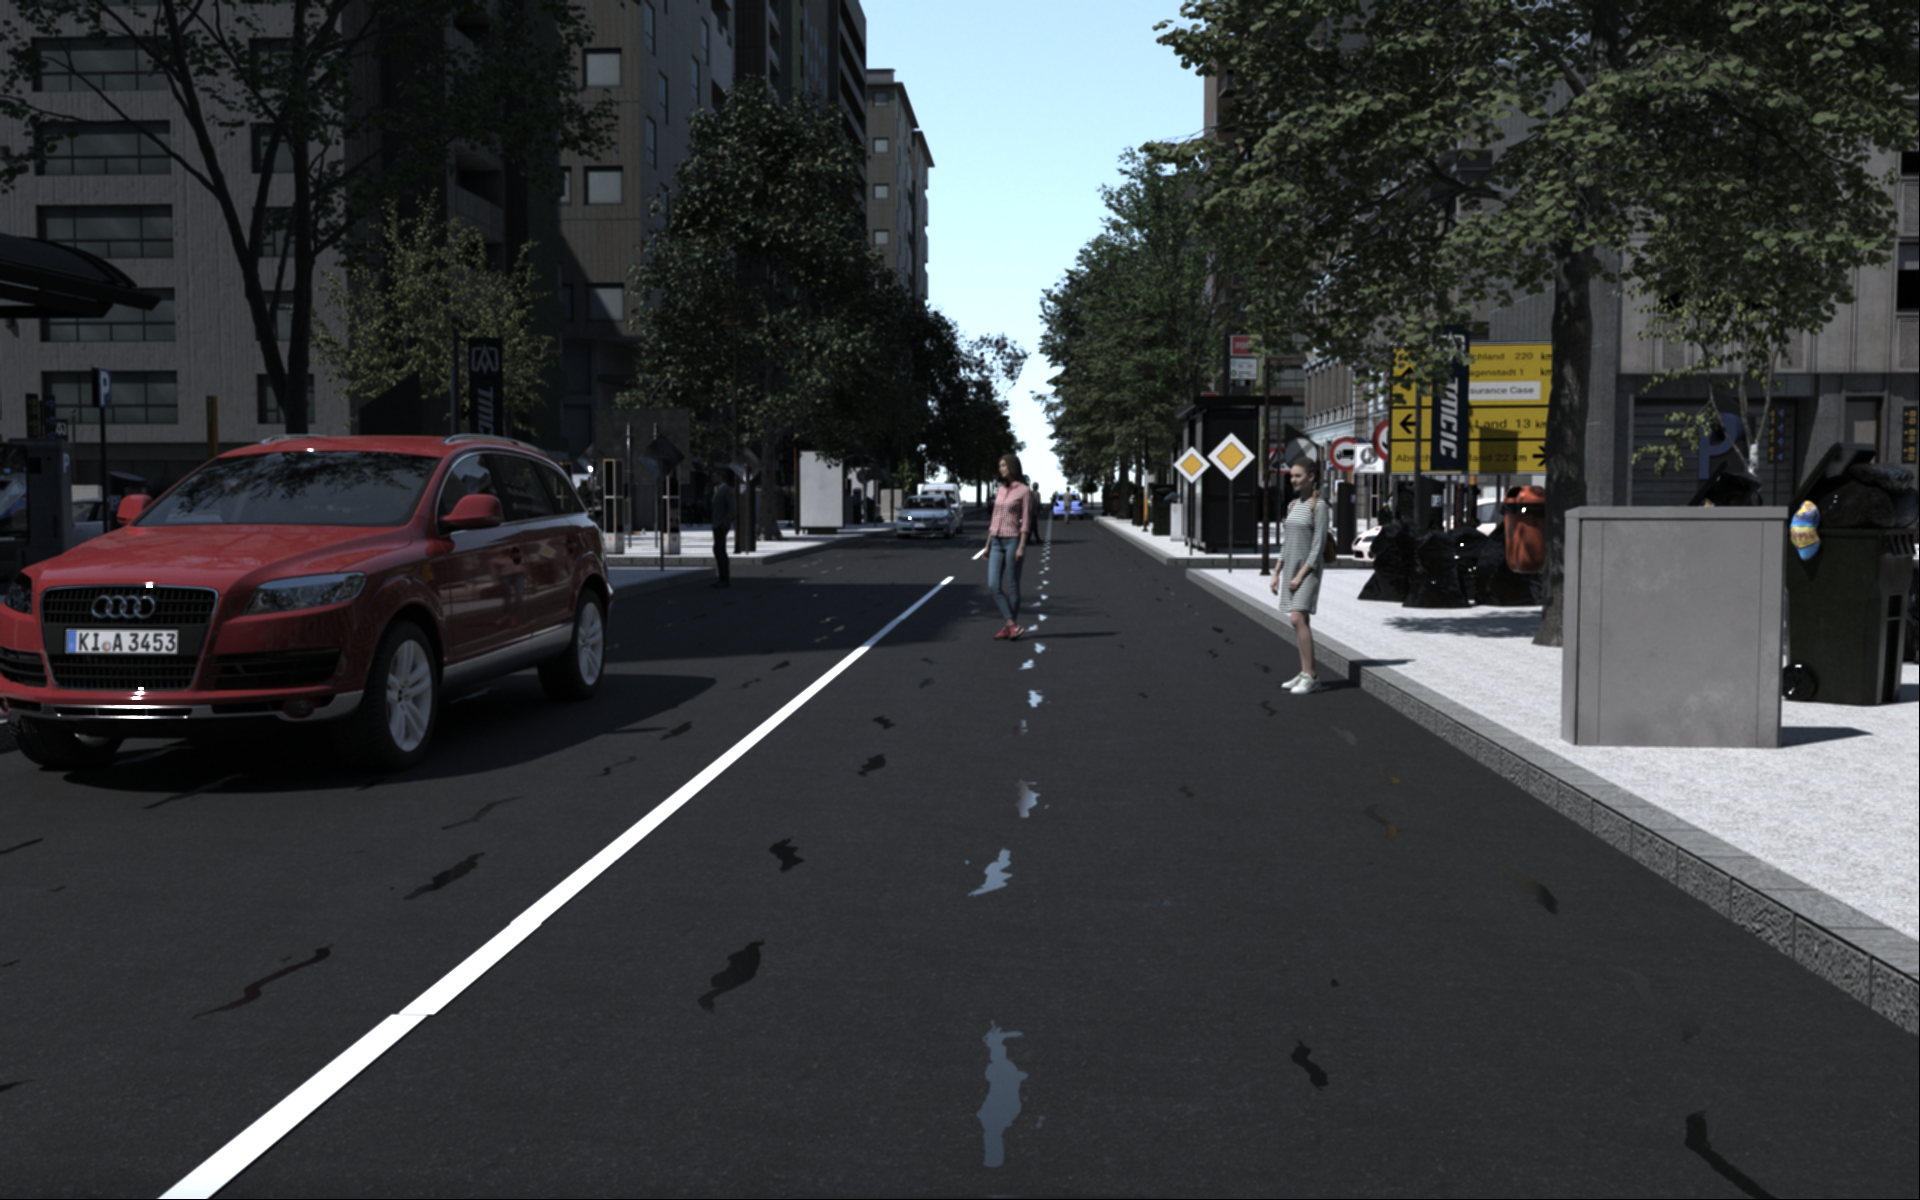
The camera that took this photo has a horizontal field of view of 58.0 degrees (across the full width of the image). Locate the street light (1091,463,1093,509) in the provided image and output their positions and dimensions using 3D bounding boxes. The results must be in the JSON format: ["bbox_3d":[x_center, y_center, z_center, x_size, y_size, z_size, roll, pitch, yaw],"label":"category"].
[{"bbox_3d":[11.061,-10.512,144.657,0.468,5.910,1.993,0,4,3],"label":"street light"}]

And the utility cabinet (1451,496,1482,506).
[{"bbox_3d":[16.205,-2.716,55.575,1.020,1.237,0.306,0,4,4],"label":"utility cabinet"}]

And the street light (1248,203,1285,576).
[{"bbox_3d":[4.824,-3.327,27.176,0.468,5.910,1.993,0,4,3],"label":"street light"}]

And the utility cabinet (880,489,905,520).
[{"bbox_3d":[-3.238,-4.560,83.240,1.173,1.500,0.318,2,4,25],"label":"utility cabinet"}]

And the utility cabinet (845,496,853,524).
[{"bbox_3d":[-4.732,-3.906,75.029,0.306,1.237,1.020,-1,4,-22],"label":"utility cabinet"}]

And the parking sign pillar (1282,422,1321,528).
[{"bbox_3d":[12.874,-4.687,65.108,1.447,3.967,1.447,0,4,-1],"label":"parking sign pillar"}]

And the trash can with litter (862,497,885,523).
[{"bbox_3d":[-3.899,-4.035,77.352,1.055,1.170,0.624,-3,5,-40],"label":"trash can with litter"}]

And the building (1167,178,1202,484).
[{"bbox_3d":[34.068,-33.153,225.647,14.154,41.232,14.086,0,4,3],"label":"building"}]

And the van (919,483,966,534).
[{"bbox_3d":[-0.763,-3.409,62.742,2.013,2.044,4.112,0,4,2],"label":"van"}]

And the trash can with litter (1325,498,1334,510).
[{"bbox_3d":[11.525,-2.697,55.487,0.624,1.170,1.055,2,4,30],"label":"trash can with litter"}]

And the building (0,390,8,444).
[{"bbox_3d":[-44.084,-22.848,65.440,23.993,40.220,32.217,0,4,3],"label":"building"}]

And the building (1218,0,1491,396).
[{"bbox_3d":[33.264,-30.009,145.263,22.147,44.769,28.867,0,4,3],"label":"building"}]

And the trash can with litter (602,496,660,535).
[{"bbox_3d":[-10.599,-2.665,54.622,1.678,1.210,2.233,-3,5,-44],"label":"trash can with litter"}]

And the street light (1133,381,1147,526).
[{"bbox_3d":[7.110,-5.857,68.546,0.468,5.910,1.993,0,4,3],"label":"street light"}]

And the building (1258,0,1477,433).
[{"bbox_3d":[28.161,-26.932,123.937,14.154,41.232,14.086,0,4,3],"label":"building"}]

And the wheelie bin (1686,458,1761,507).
[{"bbox_3d":[6.880,-0.473,15.643,0.693,1.594,0.980,1,4,22],"label":"wheelie bin"}]

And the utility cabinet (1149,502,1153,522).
[{"bbox_3d":[8.989,-4.138,78.810,1.020,1.237,0.306,2,4,24],"label":"utility cabinet"}]

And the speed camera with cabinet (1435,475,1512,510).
[{"bbox_3d":[11.781,-2.730,38.976,2.038,3.252,0.660,2,4,28],"label":"speed camera with cabinet"}]

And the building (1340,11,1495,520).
[{"bbox_3d":[25.447,-14.385,76.997,13.314,21.916,24.055,0,4,3],"label":"building"}]

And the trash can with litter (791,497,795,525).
[{"bbox_3d":[-6.496,-3.682,71.592,1.055,1.170,0.624,-3,5,-42],"label":"trash can with litter"}]

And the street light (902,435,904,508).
[{"bbox_3d":[-2.628,-6.520,79.386,0.468,5.910,1.993,0,4,3],"label":"street light"}]

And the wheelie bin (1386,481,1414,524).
[{"bbox_3d":[10.490,-2.008,40.732,0.980,1.594,0.693,-3,5,-41],"label":"wheelie bin"}]

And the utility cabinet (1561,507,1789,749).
[{"bbox_3d":[3.646,0.139,8.883,1.020,1.237,0.306,0,4,5],"label":"utility cabinet"}]

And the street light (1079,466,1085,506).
[{"bbox_3d":[13.402,-13.082,186.675,0.468,5.910,1.993,0,4,3],"label":"street light"}]

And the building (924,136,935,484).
[{"bbox_3d":[-18.639,-40.272,247.681,28.713,52.752,27.495,0,4,3],"label":"building"}]

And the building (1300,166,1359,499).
[{"bbox_3d":[26.415,-16.118,99.694,11.583,22.565,21.152,0,4,3],"label":"building"}]

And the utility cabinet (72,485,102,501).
[{"bbox_3d":[-22.122,-2.128,43.471,1.173,1.500,0.318,0,4,-1],"label":"utility cabinet"}]

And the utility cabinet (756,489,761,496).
[{"bbox_3d":[-9.418,-4.333,79.528,0.318,1.500,1.173,3,4,38],"label":"utility cabinet"}]

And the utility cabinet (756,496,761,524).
[{"bbox_3d":[-8.477,-3.874,74.506,1.020,1.237,0.306,-2,4,-26],"label":"utility cabinet"}]

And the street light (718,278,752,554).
[{"bbox_3d":[-4.797,-3.935,37.121,0.468,5.910,1.993,0,4,3],"label":"street light"}]

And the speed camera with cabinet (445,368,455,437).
[{"bbox_3d":[-7.404,-1.979,26.688,0.660,3.252,2.038,-2,4,-30],"label":"speed camera with cabinet"}]

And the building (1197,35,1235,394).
[{"bbox_3d":[30.897,-31.608,166.898,14.600,45.320,14.200,0,4,3],"label":"building"}]

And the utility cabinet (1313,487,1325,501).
[{"bbox_3d":[10.563,-2.674,52.402,0.318,1.500,1.173,-1,4,-22],"label":"utility cabinet"}]

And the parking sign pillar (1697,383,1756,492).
[{"bbox_3d":[18.263,-3.232,41.307,1.447,3.967,1.447,-2,4,-26],"label":"parking sign pillar"}]

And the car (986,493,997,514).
[{"bbox_3d":[2.934,-7.116,125.379,2.155,1.783,4.494,0,4,1],"label":"car"}]

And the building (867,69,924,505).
[{"bbox_3d":[-20.350,-38.596,220.290,28.713,52.752,27.495,0,4,3],"label":"building"}]

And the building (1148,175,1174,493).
[{"bbox_3d":[39.224,-38.789,257.898,21.300,48.544,21.600,0,4,3],"label":"building"}]

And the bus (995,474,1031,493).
[{"bbox_3d":[4.949,-9.938,157.349,2.948,3.499,13.247,0,4,4],"label":"bus"}]

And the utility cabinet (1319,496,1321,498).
[{"bbox_3d":[9.348,-2.169,46.624,0.306,1.237,1.020,-1,4,-15],"label":"utility cabinet"}]

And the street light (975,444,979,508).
[{"bbox_3d":[1.532,-11.175,155.491,0.468,5.910,1.993,0,4,3],"label":"street light"}]

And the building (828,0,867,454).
[{"bbox_3d":[-19.845,-32.267,151.271,21.300,48.544,21.600,0,4,3],"label":"building"}]

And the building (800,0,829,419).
[{"bbox_3d":[-17.861,-29.557,133.371,14.600,45.320,14.200,0,4,3],"label":"building"}]

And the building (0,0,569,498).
[{"bbox_3d":[-22.383,-17.582,59.161,14.160,30.474,14.107,0,4,3],"label":"building"}]

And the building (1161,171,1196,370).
[{"bbox_3d":[35.140,-36.055,239.602,14.600,45.320,14.200,0,4,3],"label":"building"}]

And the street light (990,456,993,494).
[{"bbox_3d":[3.651,-13.670,196.293,0.468,5.910,1.993,0,4,3],"label":"street light"}]

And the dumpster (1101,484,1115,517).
[{"bbox_3d":[8.728,-5.712,99.152,1.264,1.857,1.865,0,4,3],"label":"dumpster"}]

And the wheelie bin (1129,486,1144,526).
[{"bbox_3d":[7.394,-3.817,70.318,0.980,1.594,0.693,-1,4,-11],"label":"wheelie bin"}]

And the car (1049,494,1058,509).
[{"bbox_3d":[9.706,-9.506,167.223,2.131,1.459,4.920,0,4,1],"label":"car"}]

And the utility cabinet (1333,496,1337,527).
[{"bbox_3d":[14.623,-3.414,66.977,0.306,1.237,1.020,1,4,19],"label":"utility cabinet"}]

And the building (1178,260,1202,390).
[{"bbox_3d":[33.647,-26.924,211.908,14.160,30.474,14.107,0,4,3],"label":"building"}]

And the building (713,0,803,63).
[{"bbox_3d":[-18.719,-26.643,119.201,14.154,41.232,14.086,0,4,3],"label":"building"}]

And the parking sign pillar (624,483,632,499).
[{"bbox_3d":[-14.451,-5.255,74.393,1.447,3.967,1.447,1,4,13],"label":"parking sign pillar"}]

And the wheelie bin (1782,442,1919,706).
[{"bbox_3d":[5.531,-0.174,10.749,0.980,1.594,0.693,-3,5,-43],"label":"wheelie bin"}]

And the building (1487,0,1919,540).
[{"bbox_3d":[27.257,-14.243,50.902,19.932,24.808,12.078,0,4,3],"label":"building"}]

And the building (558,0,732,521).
[{"bbox_3d":[-27.569,-30.848,93.596,28.713,52.752,27.495,0,4,3],"label":"building"}]

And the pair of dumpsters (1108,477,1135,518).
[{"bbox_3d":[8.981,-5.674,95.256,1.574,2.255,4.437,0,4,3],"label":"pair of dumpsters"}]

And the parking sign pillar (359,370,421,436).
[{"bbox_3d":[-12.344,-2.994,37.430,1.447,3.967,1.447,-3,4,-36],"label":"parking sign pillar"}]

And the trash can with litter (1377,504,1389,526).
[{"bbox_3d":[10.166,-1.876,42.066,1.055,1.170,0.624,1,4,16],"label":"trash can with litter"}]

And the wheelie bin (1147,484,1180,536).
[{"bbox_3d":[6.293,-2.792,53.558,0.980,1.594,0.693,0,4,6],"label":"wheelie bin"}]
